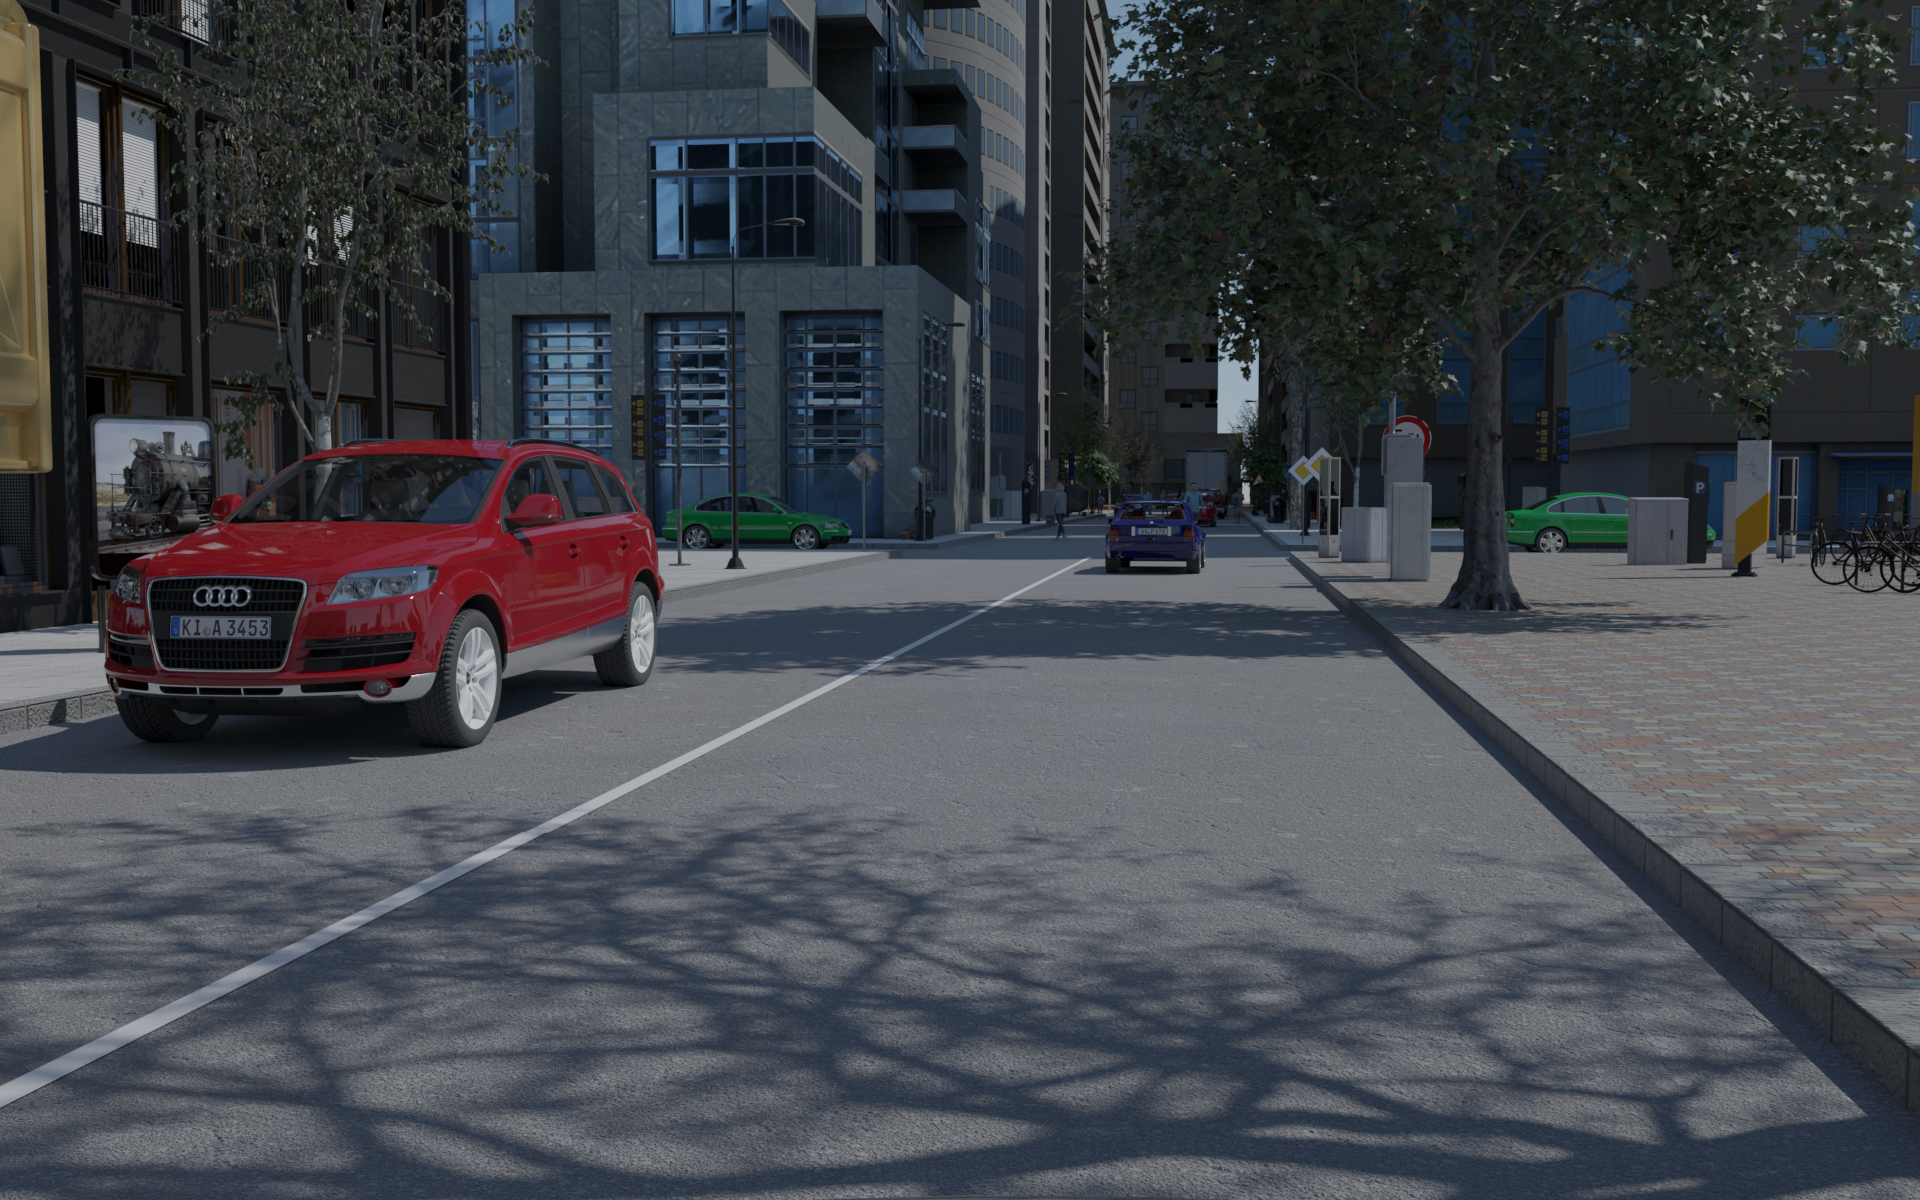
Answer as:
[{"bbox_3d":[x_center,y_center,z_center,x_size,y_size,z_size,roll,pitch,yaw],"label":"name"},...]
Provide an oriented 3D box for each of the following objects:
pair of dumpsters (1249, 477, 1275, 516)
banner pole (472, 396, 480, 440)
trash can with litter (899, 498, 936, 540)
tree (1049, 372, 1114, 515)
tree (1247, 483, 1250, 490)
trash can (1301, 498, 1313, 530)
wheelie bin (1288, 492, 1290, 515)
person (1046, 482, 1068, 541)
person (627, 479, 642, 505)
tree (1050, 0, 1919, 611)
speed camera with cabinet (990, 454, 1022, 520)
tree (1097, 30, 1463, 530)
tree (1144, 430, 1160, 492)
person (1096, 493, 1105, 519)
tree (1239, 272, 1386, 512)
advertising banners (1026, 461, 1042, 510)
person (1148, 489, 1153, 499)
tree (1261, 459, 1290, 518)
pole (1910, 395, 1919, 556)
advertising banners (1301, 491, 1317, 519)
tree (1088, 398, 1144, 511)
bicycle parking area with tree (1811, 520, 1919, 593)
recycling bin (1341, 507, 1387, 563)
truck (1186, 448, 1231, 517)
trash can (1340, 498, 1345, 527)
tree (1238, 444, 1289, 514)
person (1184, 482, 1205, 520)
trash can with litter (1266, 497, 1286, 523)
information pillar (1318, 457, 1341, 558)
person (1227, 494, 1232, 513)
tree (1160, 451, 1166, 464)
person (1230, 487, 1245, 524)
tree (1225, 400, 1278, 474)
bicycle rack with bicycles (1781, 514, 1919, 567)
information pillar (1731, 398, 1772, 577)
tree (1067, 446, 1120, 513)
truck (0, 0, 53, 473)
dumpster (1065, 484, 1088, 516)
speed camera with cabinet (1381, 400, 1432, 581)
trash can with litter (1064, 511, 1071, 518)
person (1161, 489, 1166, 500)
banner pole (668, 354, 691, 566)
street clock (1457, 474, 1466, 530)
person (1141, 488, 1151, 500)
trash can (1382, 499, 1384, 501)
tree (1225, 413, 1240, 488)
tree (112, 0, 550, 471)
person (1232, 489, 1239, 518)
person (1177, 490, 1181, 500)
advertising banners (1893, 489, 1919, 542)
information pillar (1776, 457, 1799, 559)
[{"bbox_3d":[17.950,-6.115,102.478,1.574,2.255,4.437,1,4,9],"label":"pair of dumpsters"},{"bbox_3d":[-11.034,-3.003,39.119,0.401,3.779,0.863,-3,5,-43],"label":"banner pole"},{"bbox_3d":[-1.217,-2.276,48.592,1.055,1.170,0.624,1,4,20],"label":"trash can with litter"},{"bbox_3d":[7.204,-9.400,104.058,4.737,8.622,4.395,0,3,0],"label":"tree"},{"bbox_3d":[26.668,-9.778,154.472,1.663,3.219,1.824,0,3,0],"label":"tree"},{"bbox_3d":[12.394,-3.124,62.739,0.748,1.137,0.748,0,3,0],"label":"trash can"},{"bbox_3d":[20.440,-5.989,105.824,0.980,1.594,0.693,-3,5,-40],"label":"wheelie bin"},{"bbox_3d":[3.032,-2.736,53.408,0.709,1.800,0.728,-3,4,-38],"label":"person"},{"bbox_3d":[-8.239,-2.150,43.832,0.526,1.800,0.537,0,4,-3],"label":"person"},{"bbox_3d":[5.782,-6.247,19.147,9.611,12.733,9.660,0,3,0],"label":"tree"},{"bbox_3d":[2.293,-5.597,85.852,0.660,3.252,2.038,3,5,42],"label":"speed camera with cabinet"},{"bbox_3d":[10.980,-12.496,60.204,12.611,20.169,13.585,0,3,0],"label":"tree"},{"bbox_3d":[16.872,-13.428,169.915,4.360,8.622,3.978,0,3,0],"label":"tree"},{"bbox_3d":[7.907,-5.309,97.891,0.523,1.515,0.503,2,4,32],"label":"person"},{"bbox_3d":[10.765,-5.962,47.849,4.360,8.622,3.978,0,3,0],"label":"tree"},{"bbox_3d":[4.510,-5.852,91.860,2.074,3.025,0.090,0,4,-1],"label":"advertising banners"},{"bbox_3d":[13.105,-6.769,119.736,0.480,1.755,0.524,-2,4,-26],"label":"person"},{"bbox_3d":[17.568,-6.139,94.970,1.663,3.219,1.824,0,3,0],"label":"tree"},{"bbox_3d":[19.800,-2.569,35.846,0.158,3.312,0.155,0,3,0],"label":"pole"},{"bbox_3d":[17.778,-5.583,87.462,2.074,3.025,0.090,2,4,33],"label":"advertising banners"},{"bbox_3d":[11.515,-11.147,132.613,4.360,8.622,3.978,0,3,0],"label":"tree"},{"bbox_3d":[15.160,-2.033,20.234,9.016,4.147,8.231,1,4,23],"label":"bicycle parking area with tree"},{"bbox_3d":[7.685,-1.229,32.642,0.722,1.027,0.722,-2,4,-34],"label":"recycling bin"},{"bbox_3d":[16.082,-7.539,112.182,2.839,4.237,11.283,1,4,10],"label":"truck"},{"bbox_3d":[14.527,-3.387,67.034,0.748,1.137,0.748,0,3,0],"label":"trash can"},{"bbox_3d":[19.591,-7.766,110.694,4.285,4.588,4.351,0,3,0],"label":"tree"},{"bbox_3d":[7.617,-2.932,56.453,0.660,1.820,0.620,-1,4,-12],"label":"person"},{"bbox_3d":[13.791,-3.941,75.828,0.624,1.170,1.055,-2,4,-26],"label":"trash can with litter"},{"bbox_3d":[7.410,-1.850,34.742,0.304,2.012,0.304,-2,4,-30],"label":"information pillar"},{"bbox_3d":[19.910,-7.375,129.814,1.217,1.736,0.721,0,4,3],"label":"person"},{"bbox_3d":[20.626,-14.914,194.213,4.360,8.622,3.978,0,3,0],"label":"tree"},{"bbox_3d":[13.405,-4.571,83.587,0.716,1.782,0.532,0,4,-7],"label":"person"},{"bbox_3d":[22.736,-11.234,134.045,4.737,8.622,4.395,0,3,0],"label":"tree"},{"bbox_3d":[16.228,-1.101,31.381,2.852,0.926,2.925,1,4,9],"label":"bicycle rack with bicycles"},{"bbox_3d":[12.269,-2.167,26.792,0.504,3.616,0.183,3,5,43],"label":"information pillar"},{"bbox_3d":[9.143,-8.378,120.693,4.285,4.588,4.351,0,3,0],"label":"tree"},{"bbox_3d":[-5.068,-0.337,1.434,3.469,3.379,9.791,1,4,8],"label":"truck"},{"bbox_3d":[6.664,-5.764,99.992,1.264,1.857,1.865,1,4,9],"label":"dumpster"},{"bbox_3d":[6.791,-1.956,26.309,0.660,3.252,2.038,1,4,10],"label":"speed camera with cabinet"},{"bbox_3d":[4.954,-4.723,88.604,1.055,1.170,0.624,3,4,37],"label":"trash can with litter"},{"bbox_3d":[13.005,-6.182,110.159,0.643,1.750,0.593,0,4,5],"label":"person"},{"bbox_3d":[-4.978,-2.492,30.759,0.401,3.779,0.863,-1,4,-13],"label":"banner pole"},{"bbox_3d":[17.967,-3.499,61.786,0.471,2.002,0.358,-3,4,-39],"label":"street clock"},{"bbox_3d":[10.363,-5.341,96.096,0.793,1.790,0.793,-1,4,-16],"label":"person"},{"bbox_3d":[11.933,-2.188,47.431,0.748,1.137,0.748,0,3,0],"label":"trash can"},{"bbox_3d":[21.738,-10.826,127.360,4.360,8.622,3.978,0,3,0],"label":"tree"},{"bbox_3d":[-6.179,-4.069,16.891,4.360,8.622,3.978,0,3,0],"label":"tree"},{"bbox_3d":[16.776,-5.863,105.198,0.563,1.720,0.643,1,4,18],"label":"person"},{"bbox_3d":[19.818,-9.005,155.686,0.705,1.831,1.348,-1,4,-22],"label":"person"},{"bbox_3d":[24.704,-2.933,44.138,0.090,3.025,2.074,-3,4,-39],"label":"advertising banners"},{"bbox_3d":[16.487,-1.837,34.520,0.304,2.012,0.304,3,5,39],"label":"information pillar"}]
